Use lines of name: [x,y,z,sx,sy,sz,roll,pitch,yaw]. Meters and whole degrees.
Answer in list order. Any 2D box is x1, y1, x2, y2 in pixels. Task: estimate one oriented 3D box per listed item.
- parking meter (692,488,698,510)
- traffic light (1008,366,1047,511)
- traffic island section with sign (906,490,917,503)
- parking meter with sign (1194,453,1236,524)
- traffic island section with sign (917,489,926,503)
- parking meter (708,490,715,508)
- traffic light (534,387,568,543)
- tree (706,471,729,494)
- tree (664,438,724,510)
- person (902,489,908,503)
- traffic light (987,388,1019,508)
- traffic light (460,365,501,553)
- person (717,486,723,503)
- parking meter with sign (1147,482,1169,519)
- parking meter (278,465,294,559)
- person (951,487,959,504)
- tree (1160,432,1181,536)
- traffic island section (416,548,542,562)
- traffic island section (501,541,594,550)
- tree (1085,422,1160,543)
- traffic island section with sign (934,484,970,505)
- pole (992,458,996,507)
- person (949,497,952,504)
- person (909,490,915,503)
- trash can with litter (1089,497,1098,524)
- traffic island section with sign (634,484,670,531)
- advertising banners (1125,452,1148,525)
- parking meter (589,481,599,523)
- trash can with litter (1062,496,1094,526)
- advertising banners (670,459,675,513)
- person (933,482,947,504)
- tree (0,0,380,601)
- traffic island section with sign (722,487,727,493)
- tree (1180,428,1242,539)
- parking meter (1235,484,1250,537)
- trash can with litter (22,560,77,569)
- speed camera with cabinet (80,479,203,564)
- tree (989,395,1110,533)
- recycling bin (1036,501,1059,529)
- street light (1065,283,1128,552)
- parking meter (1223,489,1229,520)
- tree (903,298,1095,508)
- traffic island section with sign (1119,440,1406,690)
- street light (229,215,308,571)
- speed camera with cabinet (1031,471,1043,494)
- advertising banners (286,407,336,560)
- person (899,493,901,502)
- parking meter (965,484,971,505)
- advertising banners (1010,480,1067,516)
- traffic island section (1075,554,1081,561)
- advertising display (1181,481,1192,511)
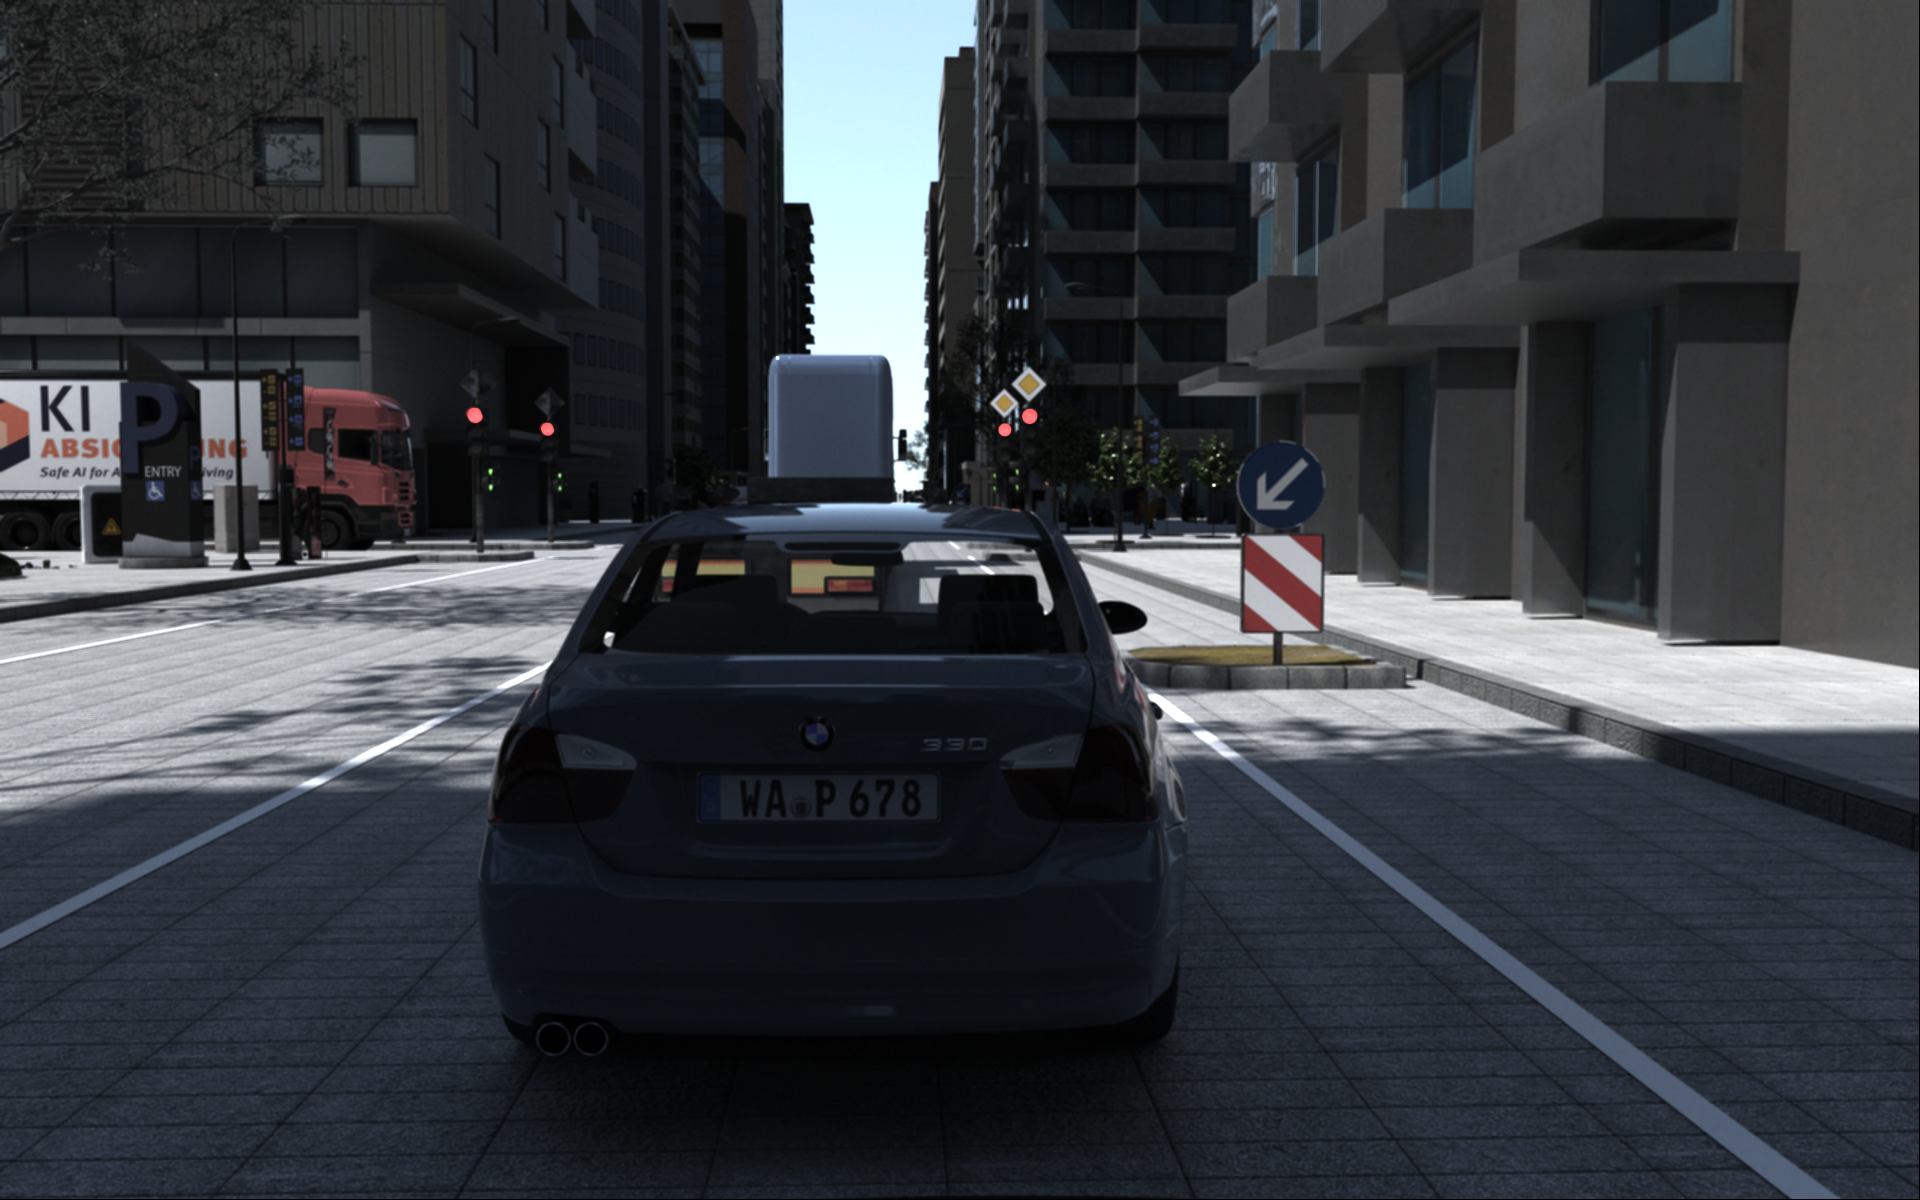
parking meter: [-17.122,-6.487,111.768,0.255,1.863,0.399,-3,4,-37]
traffic light: [1.495,-3.015,38.211,0.839,4.253,0.868,0,4,-2]
traffic island section with sign: [-3.293,-8.362,145.345,1.989,1.847,2.006,0,4,-2]
parking meter with sign: [10.901,-4.748,73.893,1.738,3.016,0.543,0,4,-1]
traffic island section with sign: [-1.220,-5.350,96.103,1.989,1.847,2.006,0,4,-2]
parking meter: [-14.724,-5.767,102.704,0.372,1.533,0.369,0,3,0]
traffic light: [-10.790,-3.471,45.673,0.839,4.253,0.868,0,4,-2]
tree: [-16.648,-7.476,116.833,1.663,3.219,1.824,0,3,0]
tree: [-15.434,-7.136,100.390,4.285,4.588,4.351,0,3,0]
person: [-3.892,-6.759,119.603,0.643,1.750,0.593,1,4,8]
traffic light: [1.160,-3.503,46.189,0.839,4.253,0.868,0,4,-2]
traffic light: [-10.455,-2.983,37.695,0.839,4.253,0.868,0,4,-2]
person: [-10.504,-4.144,76.429,0.526,1.800,0.537,1,4,23]
parking meter with sign: [9.969,-5.727,89.899,1.738,3.016,0.543,-1,4,-15]
parking meter: [-13.285,-1.741,34.173,0.255,1.863,0.399,-2,4,-29]
person: [-0.233,-4.602,84.290,0.362,1.759,0.519,2,4,27]
tree: [6.443,-3.572,53.000,1.663,3.219,1.824,0,3,0]
traffic island section: [-10.495,-0.951,37.828,2.009,0.180,2.903,0,4,-2]
traffic island section: [-10.831,-1.439,45.806,2.009,0.180,2.903,0,4,-2]
tree: [3.968,-3.106,45.388,1.663,3.219,1.824,0,3,0]
traffic island section with sign: [-0.074,-3.672,68.659,1.989,1.847,2.006,0,4,-2]
pole: [1.819,-6.040,92.589,0.158,3.312,0.155,0,3,0]
person: [-0.472,-4.642,88.652,0.590,1.304,0.306,-3,5,-43]
person: [-3.373,-6.853,121.542,0.512,1.701,0.522,0,4,0]
trash can with litter: [6.033,-3.822,73.881,1.055,1.170,0.624,0,4,-1]
traffic island section with sign: [-11.796,-3.671,68.652,1.989,1.847,2.006,0,4,-2]
advertising banners: [7.405,-4.648,72.180,0.090,3.025,2.074,-2,4,-26]
parking meter: [-16.003,-4.282,75.717,0.399,1.863,0.255,0,4,-1]
trash can with litter: [4.986,-3.649,70.718,1.678,1.210,2.233,0,4,3]
advertising banners: [-14.102,-5.429,84.960,0.090,3.025,2.074,0,4,-1]
person: [-0.736,-3.088,58.899,0.656,1.842,0.836,1,4,16]
tree: [-12.204,-6.708,20.042,12.009,13.543,11.850,0,3,0]
traffic island section with sign: [-12.929,-5.318,95.583,1.989,1.847,2.006,0,4,-2]
tree: [7.517,-3.411,50.374,1.663,3.219,1.824,0,3,0]
parking meter: [8.550,-2.852,52.335,0.399,1.863,0.255,-1,4,-19]
trash can with litter: [-16.341,-1.131,29.544,2.233,1.210,1.678,-2,4,-24]
speed camera with cabinet: [-15.320,-2.329,32.415,2.038,3.252,0.660,-2,4,-32]
tree: [3.677,-4.514,57.521,4.285,4.588,4.351,0,3,0]
recycling bin: [3.111,-3.009,61.748,0.722,1.027,0.722,0,4,-7]
street light: [3.008,-4.020,38.262,1.470,5.913,1.316,0,4,-2]
parking meter: [13.015,-4.688,85.061,0.372,1.533,0.369,0,3,0]
tree: [2.278,-9.010,81.724,8.767,10.594,7.601,1,4,11]
traffic island section with sign: [2.247,-0.306,13.630,1.989,1.847,2.006,0,4,-2]
street light: [-11.552,-3.452,28.980,1.470,5.913,1.316,0,4,-2]
speed camera with cabinet: [2.896,-4.421,66.617,0.660,3.252,2.038,0,4,5]
advertising banners: [-12.786,-2.325,34.200,0.090,3.025,2.074,0,4,7]
person: [-8.661,-14.707,250.427,0.415,1.643,0.593,1,4,20]
parking meter: [0.458,-5.750,99.726,0.255,1.863,0.399,-1,4,-10]
advertising banners: [2.884,-4.180,64.527,2.074,3.025,0.090,0,4,-1]
traffic island section: [1.536,-0.981,38.327,2.009,0.180,2.903,0,4,-2]
advertising display: [11.121,-4.889,85.147,0.123,1.923,0.974,-1,4,-20]
